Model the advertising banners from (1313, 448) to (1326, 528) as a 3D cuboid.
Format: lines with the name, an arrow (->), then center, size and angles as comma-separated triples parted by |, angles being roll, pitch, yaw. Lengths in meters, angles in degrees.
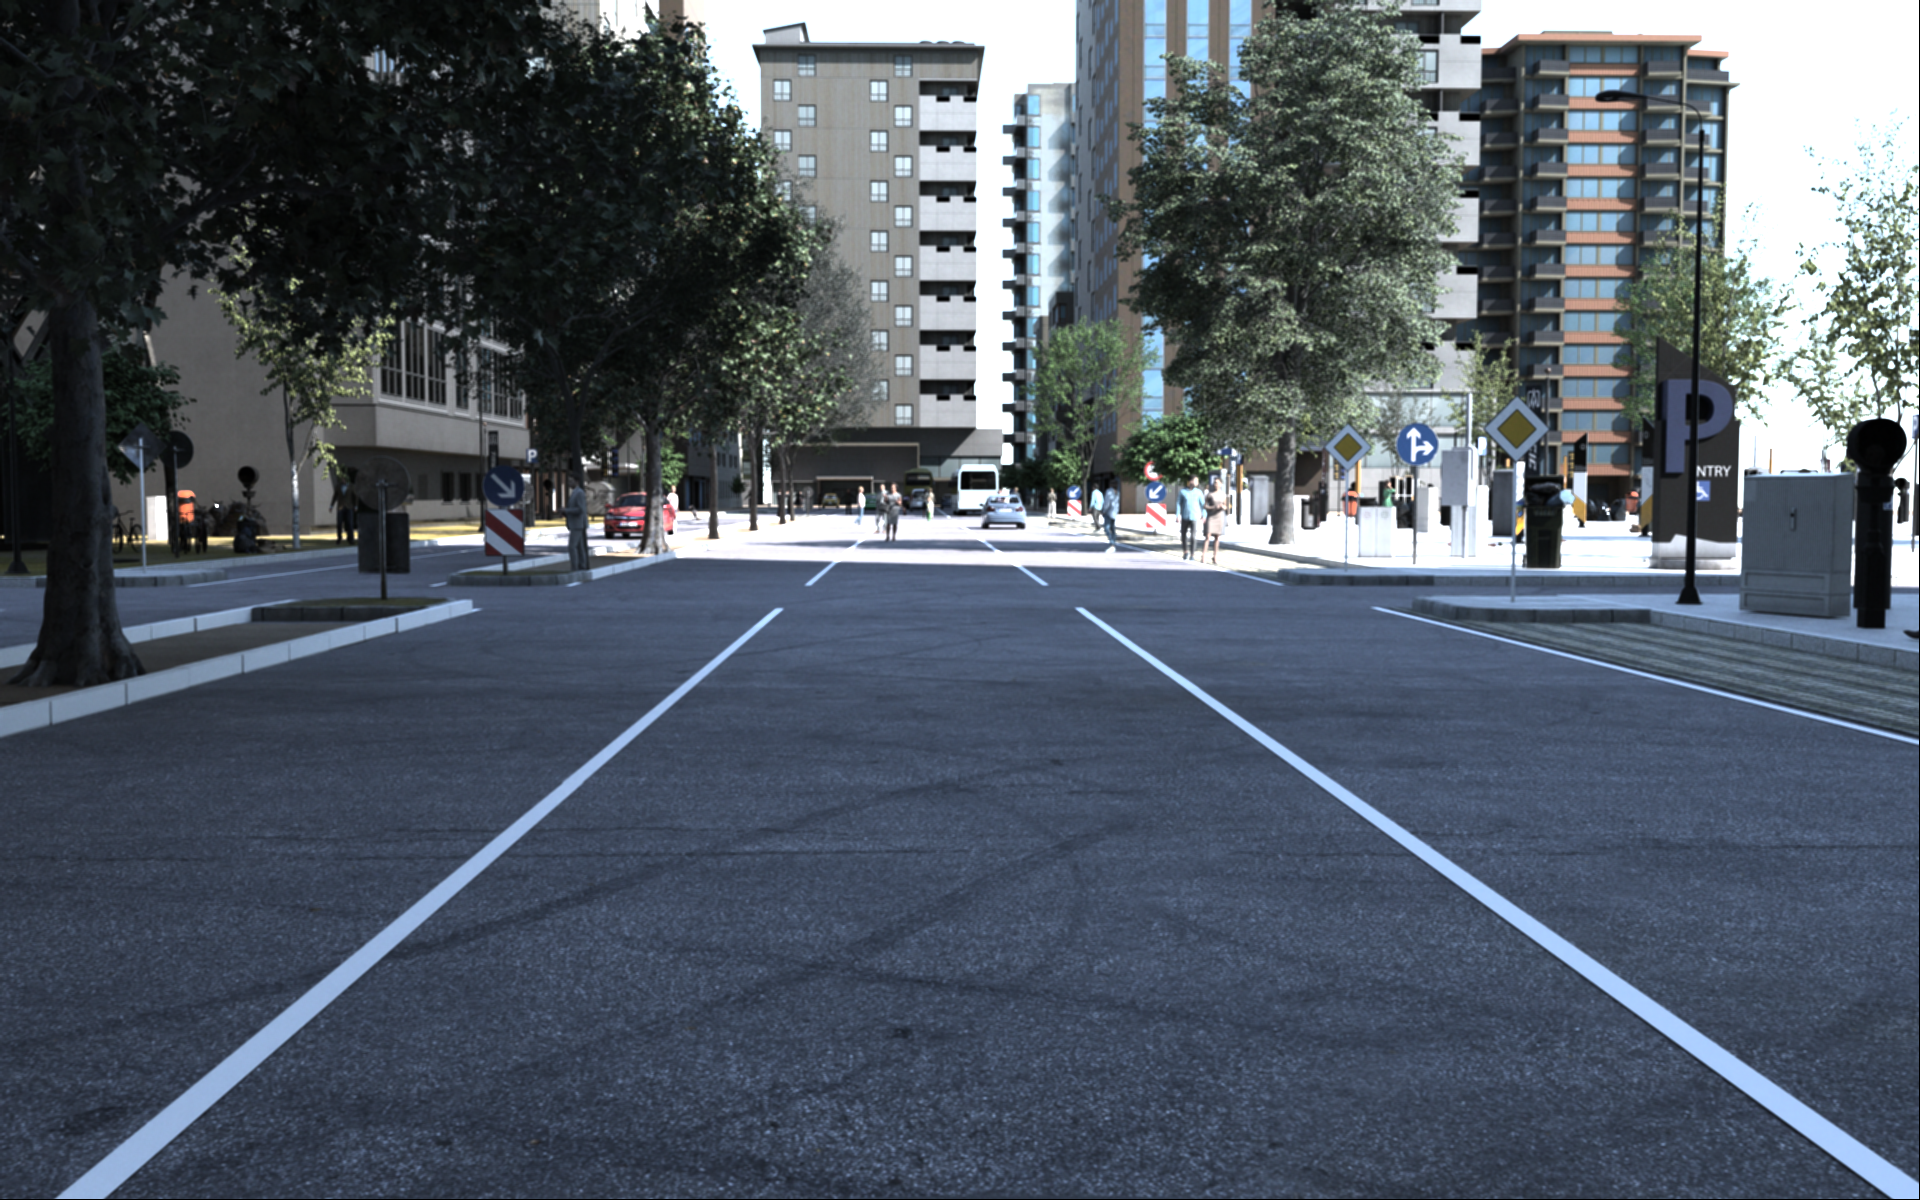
advertising banners -> 13.707, -4.276, 66.106 | 0.090, 3.025, 2.074 | 0, 4, 0

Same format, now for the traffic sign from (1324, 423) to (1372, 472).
traffic sign -> 6.380, -1.606, 28.449 | 0.795, 2.593, 0.064 | 0, 4, -1

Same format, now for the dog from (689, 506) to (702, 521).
dog -> -14.110, -4.660, 93.027 | 0.800, 0.831, 0.513 | 2, 4, 33

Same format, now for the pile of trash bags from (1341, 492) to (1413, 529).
pile of trash bags -> 15.869, -3.335, 64.283 | 3.447, 1.369, 1.912 | 0, 4, 0

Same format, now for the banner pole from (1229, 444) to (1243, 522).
banner pole -> 12.559, -5.433, 78.839 | 0.863, 3.779, 0.401 | -2, 4, -33

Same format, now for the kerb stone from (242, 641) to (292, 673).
kerb stone -> -5.795, 0.481, 14.334 | 0.120, 0.150, 1.000 | 0, 4, -1

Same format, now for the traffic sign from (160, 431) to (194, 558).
traffic sign -> -15.734, -2.118, 34.741 | 0.768, 2.556, 0.104 | 0, 4, 6

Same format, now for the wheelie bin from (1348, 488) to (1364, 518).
wheelie bin -> 21.563, -5.307, 94.671 | 0.980, 1.594, 0.693 | 1, 4, 17

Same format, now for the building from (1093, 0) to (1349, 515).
building -> 16.395, -28.297, 112.768 | 14.600, 45.320, 14.200 | 0, 4, -1

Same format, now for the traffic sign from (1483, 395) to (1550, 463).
traffic sign -> 6.582, -1.118, 20.467 | 0.795, 2.593, 0.064 | 0, 4, -1

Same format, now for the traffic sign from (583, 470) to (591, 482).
traffic sign -> -16.626, -4.653, 76.087 | 0.884, 2.594, 0.081 | 0, 4, 5

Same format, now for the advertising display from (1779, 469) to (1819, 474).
advertising display -> 21.807, -2.437, 45.056 | 0.974, 1.923, 0.123 | 0, 4, 2

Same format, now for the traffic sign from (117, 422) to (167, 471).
traffic sign -> -13.209, -1.577, 27.976 | 0.795, 2.593, 0.064 | 0, 4, -1

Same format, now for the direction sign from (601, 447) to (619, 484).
direction sign -> -16.768, -5.564, 82.960 | 0.876, 3.537, 0.379 | 1, 4, 11

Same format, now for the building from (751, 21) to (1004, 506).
building -> -9.162, -37.543, 203.061 | 27.495, 52.752, 28.713 | 0, 4, -1

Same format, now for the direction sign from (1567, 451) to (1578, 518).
direction sign -> 32.465, -6.074, 91.300 | 0.876, 3.537, 0.379 | 0, 4, 2

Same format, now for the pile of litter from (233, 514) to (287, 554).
pile of litter -> -15.410, -1.476, 38.091 | 1.176, 0.858, 1.719 | 0, 4, -2

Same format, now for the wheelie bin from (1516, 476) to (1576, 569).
wheelie bin -> 10.078, -1.341, 29.832 | 0.980, 1.594, 0.693 | 1, 4, 15

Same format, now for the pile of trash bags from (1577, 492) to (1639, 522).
pile of trash bags -> 30.382, -4.339, 80.693 | 1.912, 1.369, 3.447 | -1, 4, -17

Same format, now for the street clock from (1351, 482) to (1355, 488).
street clock -> 23.313, -5.974, 102.241 | 0.471, 2.002, 0.358 | 0, 4, 1

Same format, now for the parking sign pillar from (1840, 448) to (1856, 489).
parking sign pillar -> 51.709, -6.876, 100.887 | 1.447, 3.967, 1.447 | 0, 4, 6

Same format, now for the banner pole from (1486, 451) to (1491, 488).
banner pole -> 28.080, -6.243, 92.091 | 0.401, 3.779, 0.863 | 0, 4, -3

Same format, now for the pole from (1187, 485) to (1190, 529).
pole -> 8.438, -4.300, 64.153 | 0.158, 3.312, 0.155 | 0, 3, 0

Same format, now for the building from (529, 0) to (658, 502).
building -> -35.042, -32.186, 115.485 | 28.713, 52.752, 27.495 | 0, 4, -1

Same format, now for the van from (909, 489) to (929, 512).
van -> -3.264, -8.170, 140.597 | 2.013, 2.044, 4.112 | 0, 4, -2

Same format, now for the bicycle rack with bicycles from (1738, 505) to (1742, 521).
bicycle rack with bicycles -> 36.744, -4.173, 81.618 | 2.925, 0.926, 2.852 | 1, 4, 16

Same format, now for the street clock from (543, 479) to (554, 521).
street clock -> -19.830, -4.832, 83.573 | 0.471, 2.002, 0.358 | 1, 4, 15

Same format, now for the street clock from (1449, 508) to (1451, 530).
street clock -> 17.406, -3.463, 61.188 | 0.471, 2.002, 0.358 | 1, 4, 19

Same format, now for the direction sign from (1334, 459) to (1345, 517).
direction sign -> 21.387, -6.465, 97.693 | 0.876, 3.537, 0.379 | -2, 4, -35

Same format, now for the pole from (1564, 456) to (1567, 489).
pole -> 32.546, -6.077, 93.195 | 0.158, 3.312, 0.155 | 0, 3, 0

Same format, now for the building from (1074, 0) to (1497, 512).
building -> 23.393, -33.299, 133.678 | 28.713, 52.752, 27.495 | 0, 4, -1

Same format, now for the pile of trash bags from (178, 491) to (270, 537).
pile of trash bags -> -22.200, -2.558, 51.576 | 1.912, 1.369, 3.447 | 1, 4, 9

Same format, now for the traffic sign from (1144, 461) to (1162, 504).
traffic sign -> 7.346, -4.005, 65.583 | 0.768, 2.556, 0.104 | 0, 4, -1

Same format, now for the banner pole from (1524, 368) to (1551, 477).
banner pole -> 11.555, -2.729, 34.633 | 0.401, 3.779, 0.863 | -1, 4, -22

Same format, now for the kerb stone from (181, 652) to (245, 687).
kerb stone -> -5.775, 0.543, 13.312 | 0.120, 0.150, 1.000 | 0, 4, -1

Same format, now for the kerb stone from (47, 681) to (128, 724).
kerb stone -> -5.720, 0.672, 11.267 | 0.120, 0.150, 1.000 | 0, 4, -1

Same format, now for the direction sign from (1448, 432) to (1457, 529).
direction sign -> 18.186, -4.384, 63.672 | 0.379, 3.537, 0.876 | 1, 4, 13

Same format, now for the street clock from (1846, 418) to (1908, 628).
street clock -> 8.744, -0.734, 16.566 | 0.471, 2.002, 0.358 | 0, 4, 6

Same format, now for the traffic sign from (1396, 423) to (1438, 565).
traffic sign -> 8.195, -1.899, 31.153 | 0.768, 2.556, 0.104 | 0, 4, -1

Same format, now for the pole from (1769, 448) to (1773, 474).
pole -> 35.548, -5.024, 75.992 | 0.158, 3.312, 0.155 | 0, 3, 0

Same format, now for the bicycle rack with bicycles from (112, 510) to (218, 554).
bicycle rack with bicycles -> -17.504, -1.500, 37.912 | 2.852, 0.926, 2.925 | -1, 4, -10

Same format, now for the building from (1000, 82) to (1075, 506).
building -> 19.862, -35.597, 201.613 | 30.456, 49.044, 23.786 | 0, 4, -1

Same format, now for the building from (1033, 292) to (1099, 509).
building -> 21.657, -19.441, 162.901 | 27.650, 21.520, 28.899 | 0, 4, -1

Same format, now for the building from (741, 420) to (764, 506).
building -> -29.768, -25.937, 195.777 | 14.107, 30.474, 14.160 | 0, 4, -1

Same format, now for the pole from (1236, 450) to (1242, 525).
pole -> 11.578, -4.766, 71.771 | 0.158, 3.312, 0.155 | 0, 3, 0

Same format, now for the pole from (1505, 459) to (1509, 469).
pole -> 31.755, -6.527, 100.553 | 0.158, 3.312, 0.155 | 0, 3, 0

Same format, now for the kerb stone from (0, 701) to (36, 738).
kerb stone -> -5.696, 0.731, 10.245 | 0.120, 0.150, 1.000 | 0, 4, -1

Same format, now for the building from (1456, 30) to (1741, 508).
building -> 58.635, -31.321, 166.716 | 28.867, 44.769, 22.147 | 0, 4, -1

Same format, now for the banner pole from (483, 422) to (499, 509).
banner pole -> -16.369, -4.304, 60.384 | 0.863, 3.779, 0.401 | 2, 4, 30

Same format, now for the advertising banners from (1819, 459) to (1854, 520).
advertising banners -> 43.342, -5.440, 85.133 | 2.074, 3.025, 0.090 | 1, 4, 21

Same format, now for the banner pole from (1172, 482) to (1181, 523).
banner pole -> 9.677, -5.307, 76.783 | 0.401, 3.779, 0.863 | 1, 4, 23

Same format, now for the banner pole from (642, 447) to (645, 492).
banner pole -> -16.709, -6.202, 91.413 | 0.401, 3.779, 0.863 | -1, 4, -20

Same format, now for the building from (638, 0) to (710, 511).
building -> -27.706, -29.785, 137.090 | 14.600, 45.320, 14.200 | 0, 4, -1

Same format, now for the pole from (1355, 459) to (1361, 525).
pole -> 16.342, -4.729, 71.157 | 0.158, 3.312, 0.155 | 0, 3, 0

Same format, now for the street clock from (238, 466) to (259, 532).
street clock -> -18.520, -2.480, 45.124 | 0.471, 2.002, 0.358 | 0, 4, 1

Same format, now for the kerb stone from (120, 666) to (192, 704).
kerb stone -> -5.741, 0.610, 12.288 | 0.120, 0.150, 1.000 | 0, 4, -1

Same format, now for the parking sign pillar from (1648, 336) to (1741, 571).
parking sign pillar -> 12.564, -2.512, 29.551 | 1.447, 3.967, 1.447 | 0, 4, 6
